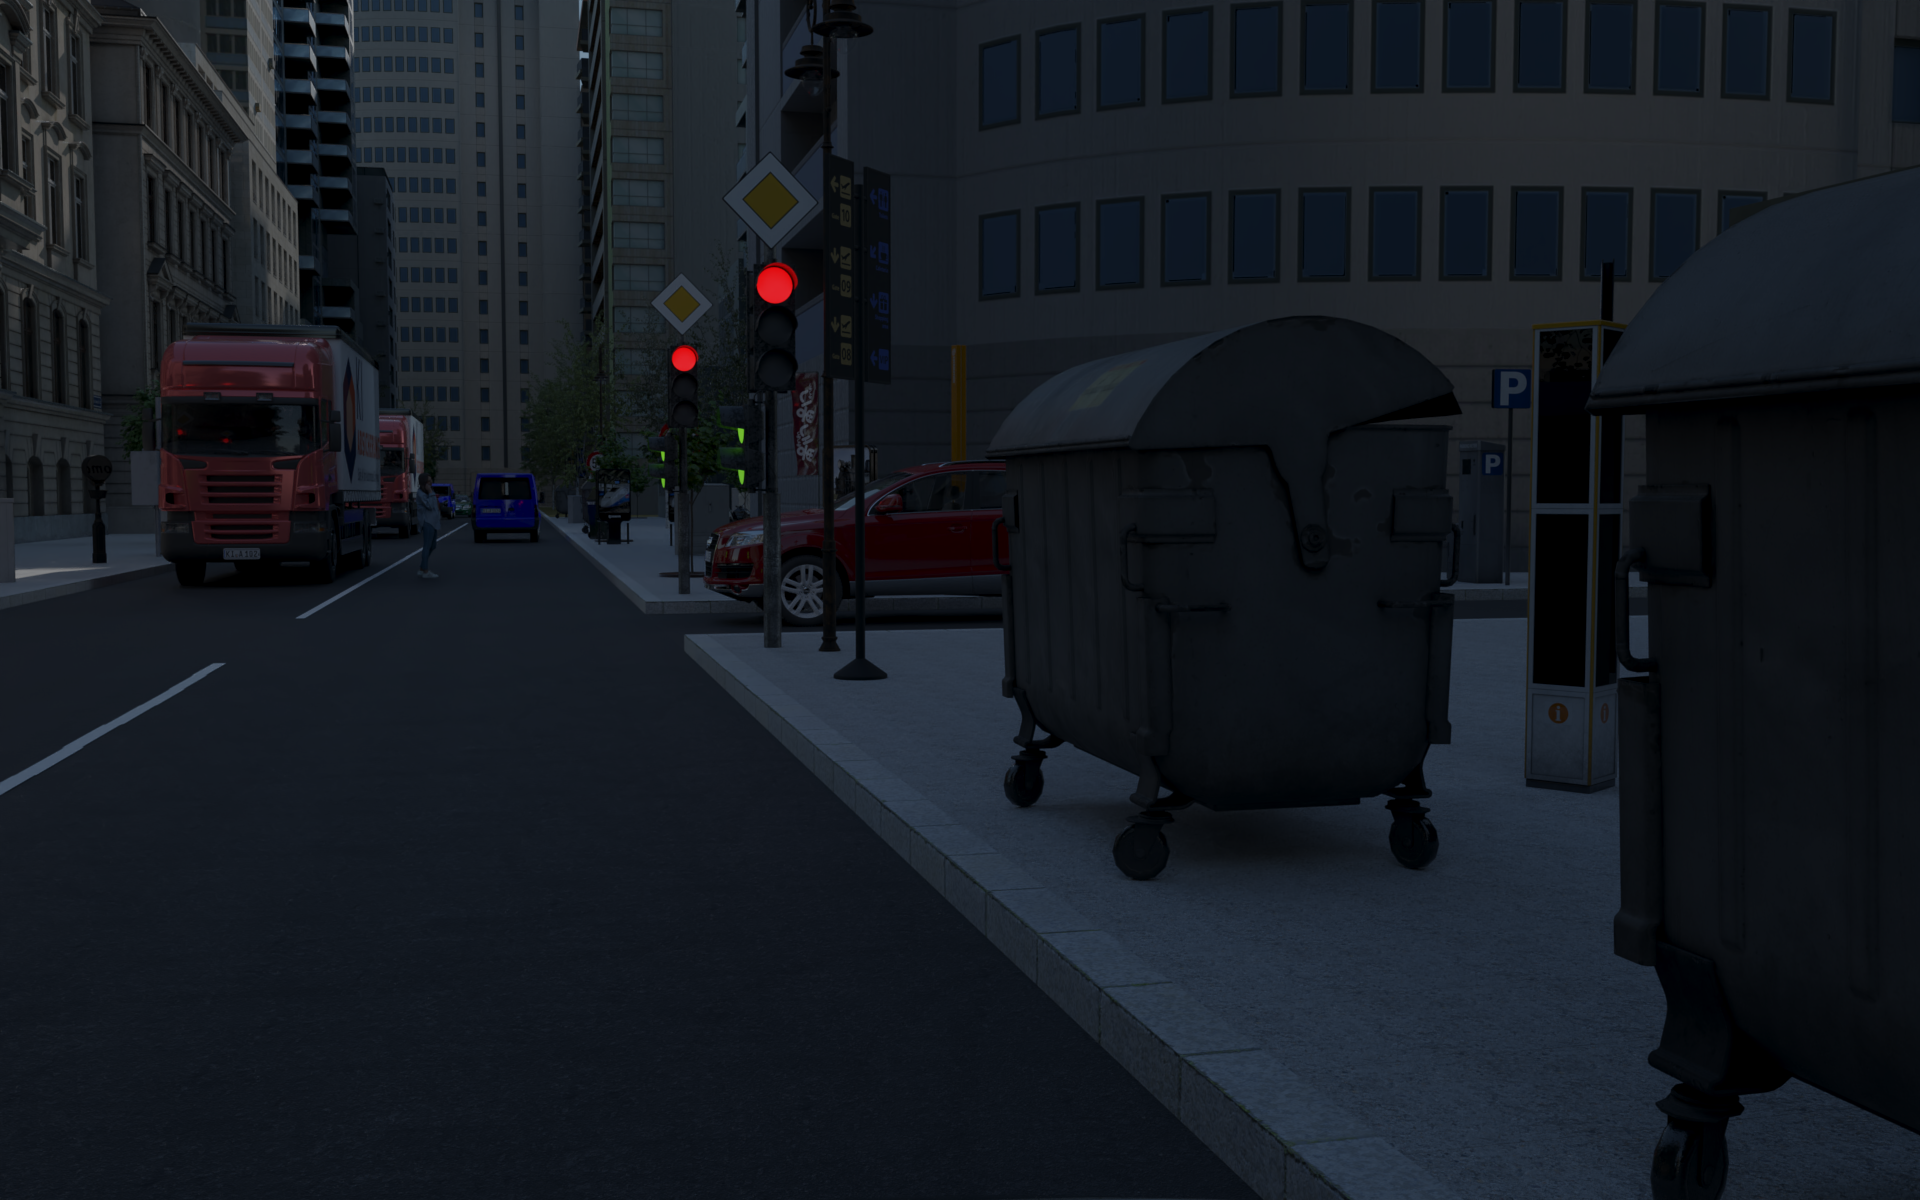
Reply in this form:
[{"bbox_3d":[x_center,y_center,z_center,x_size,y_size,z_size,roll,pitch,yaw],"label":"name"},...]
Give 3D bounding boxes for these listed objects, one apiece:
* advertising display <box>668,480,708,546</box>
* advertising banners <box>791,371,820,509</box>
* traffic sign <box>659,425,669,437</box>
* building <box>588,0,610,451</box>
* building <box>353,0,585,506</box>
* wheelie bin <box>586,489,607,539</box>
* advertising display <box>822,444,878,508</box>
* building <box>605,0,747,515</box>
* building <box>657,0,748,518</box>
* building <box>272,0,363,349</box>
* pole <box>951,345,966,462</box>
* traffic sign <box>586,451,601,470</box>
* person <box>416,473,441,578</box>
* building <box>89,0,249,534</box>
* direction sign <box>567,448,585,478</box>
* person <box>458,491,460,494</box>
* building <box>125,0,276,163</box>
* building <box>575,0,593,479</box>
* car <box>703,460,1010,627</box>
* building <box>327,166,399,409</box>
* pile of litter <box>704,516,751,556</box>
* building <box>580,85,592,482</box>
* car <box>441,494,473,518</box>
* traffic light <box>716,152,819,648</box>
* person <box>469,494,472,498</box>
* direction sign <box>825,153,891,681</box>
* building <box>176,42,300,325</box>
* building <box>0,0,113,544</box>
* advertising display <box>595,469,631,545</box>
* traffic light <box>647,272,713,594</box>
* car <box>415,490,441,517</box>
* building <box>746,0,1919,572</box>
[{"bbox_3d":[-6.712,-2.295,42.741,0.974,1.923,0.123,0,4,4],"label":"advertising display"},{"bbox_3d":[-1.569,-1.731,24.489,2.074,3.025,0.090,2,4,30],"label":"advertising banners"},{"bbox_3d":[-4.701,-1.781,29.220,0.768,2.556,0.104,-1,4,-12],"label":"traffic sign"},{"bbox_3d":[-16.423,-30.961,129.917,21.300,48.544,21.600,-1,4,-14],"label":"building"},{"bbox_3d":[-55.264,-39.383,185.910,28.212,58.520,21.231,-1,4,-14],"label":"building"},{"bbox_3d":[-10.205,-2.529,49.262,0.693,1.594,0.980,-3,4,-36],"label":"wheelie bin"},{"bbox_3d":[-1.445,-1.070,22.713,0.123,1.923,0.974,-3,5,-45],"label":"advertising display"},{"bbox_3d":[-15.709,-26.193,111.856,14.154,41.232,14.086,-1,4,-14],"label":"building"},{"bbox_3d":[-2.285,-47.068,82.233,22.319,86.520,31.000,-1,4,-14],"label":"building"},{"bbox_3d":[-55.286,-49.791,126.746,22.319,86.520,31.000,-1,4,-14],"label":"building"},{"bbox_3d":[-0.017,-1.834,23.822,0.158,3.312,0.155,0,3,0],"label":"pole"},{"bbox_3d":[-10.577,-3.104,50.863,0.768,2.556,0.104,0,4,-7],"label":"traffic sign"},{"bbox_3d":[-9.137,-1.278,29.662,0.793,1.790,0.793,-3,4,-36],"label":"person"},{"bbox_3d":[-32.749,-12.126,62.894,10.561,19.102,19.286,-1,4,-14],"label":"building"},{"bbox_3d":[-18.899,-5.711,85.378,0.876,3.537,0.379,0,4,6],"label":"direction sign"},{"bbox_3d":[-43.701,-8.656,150.958,0.756,1.711,0.436,1,4,19],"label":"person"},{"bbox_3d":[-53.286,-24.954,99.871,32.217,40.220,23.993,-1,4,-14],"label":"building"},{"bbox_3d":[-22.671,-30.599,154.923,22.147,44.769,28.867,-1,4,-14],"label":"building"},{"bbox_3d":[-0.294,-0.692,19.980,5.304,1.827,2.281,-1,4,-14],"label":"car"},{"bbox_3d":[-57.522,-23.382,153.989,14.107,30.474,14.160,-1,4,-14],"label":"building"},{"bbox_3d":[-4.436,-1.216,33.853,1.176,0.858,1.719,0,4,8],"label":"pile of litter"},{"bbox_3d":[-33.772,-32.889,187.839,14.200,45.320,14.600,-1,4,-14],"label":"building"},{"bbox_3d":[-30.911,-5.795,106.551,2.131,1.459,4.920,-1,4,-14],"label":"car"},{"bbox_3d":[-1.587,-1.558,14.390,0.839,4.253,0.868,-1,4,-14],"label":"traffic light"},{"bbox_3d":[-35.013,-7.117,125.002,1.348,1.807,0.705,0,4,-2],"label":"person"},{"bbox_3d":[-0.694,-1.222,11.984,0.379,3.537,0.876,2,4,26],"label":"direction sign"},{"bbox_3d":[-37.449,-13.845,81.115,10.420,20.320,16.860,-1,4,-14],"label":"building"},{"bbox_3d":[-27.590,-13.270,36.048,14.460,24.649,34.723,-1,4,-14],"label":"building"},{"bbox_3d":[-8.820,-2.377,44.082,0.974,1.923,0.123,-3,5,-43],"label":"advertising display"},{"bbox_3d":[-3.559,-2.031,22.128,0.839,4.253,0.868,-1,4,-14],"label":"traffic light"},{"bbox_3d":[-26.046,-4.539,82.893,2.281,1.827,5.304,-1,4,-13],"label":"car"},{"bbox_3d":[10.464,-30.288,37.206,28.212,58.520,21.231,-1,4,-14],"label":"building"}]
